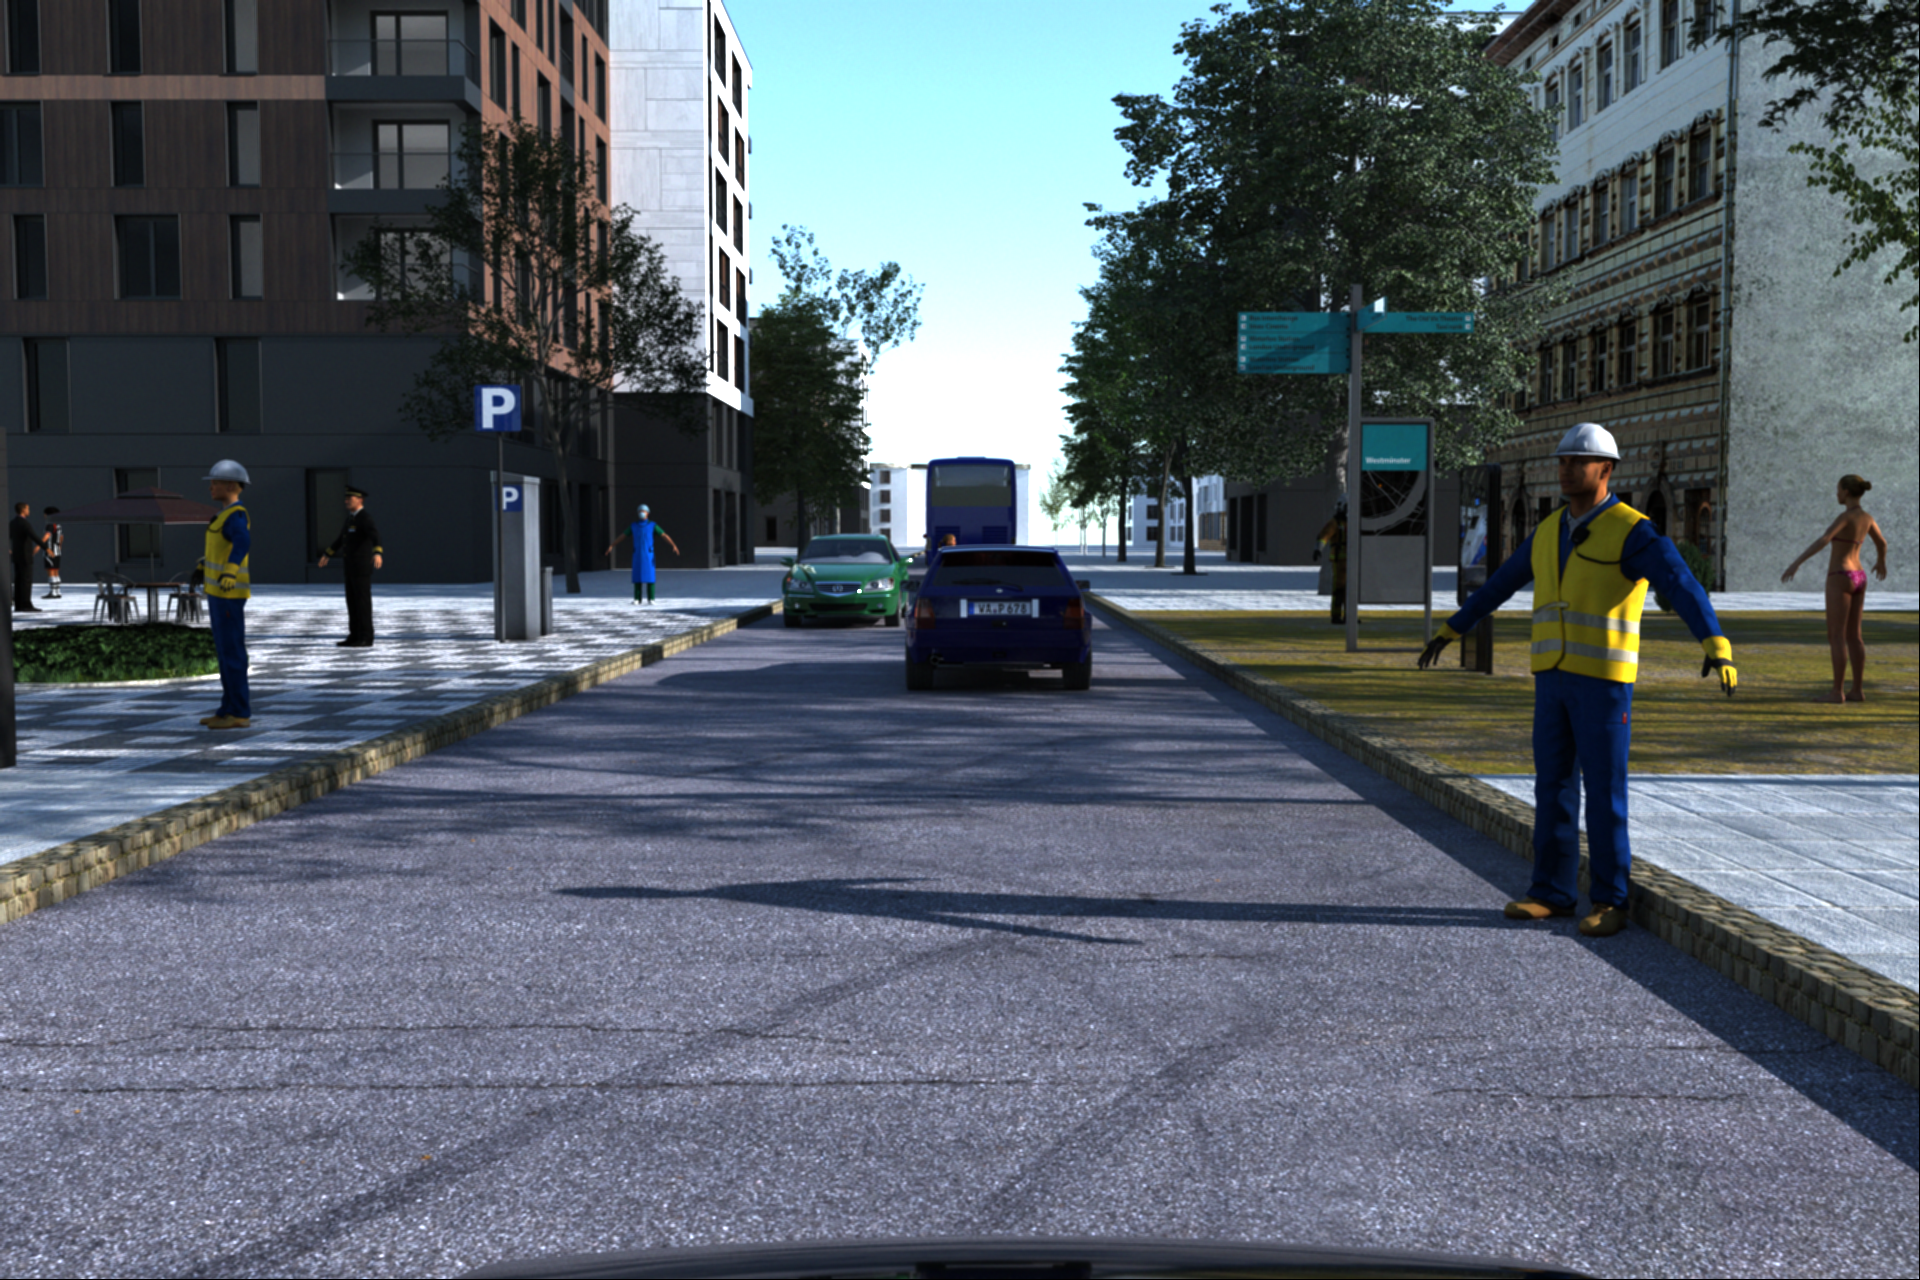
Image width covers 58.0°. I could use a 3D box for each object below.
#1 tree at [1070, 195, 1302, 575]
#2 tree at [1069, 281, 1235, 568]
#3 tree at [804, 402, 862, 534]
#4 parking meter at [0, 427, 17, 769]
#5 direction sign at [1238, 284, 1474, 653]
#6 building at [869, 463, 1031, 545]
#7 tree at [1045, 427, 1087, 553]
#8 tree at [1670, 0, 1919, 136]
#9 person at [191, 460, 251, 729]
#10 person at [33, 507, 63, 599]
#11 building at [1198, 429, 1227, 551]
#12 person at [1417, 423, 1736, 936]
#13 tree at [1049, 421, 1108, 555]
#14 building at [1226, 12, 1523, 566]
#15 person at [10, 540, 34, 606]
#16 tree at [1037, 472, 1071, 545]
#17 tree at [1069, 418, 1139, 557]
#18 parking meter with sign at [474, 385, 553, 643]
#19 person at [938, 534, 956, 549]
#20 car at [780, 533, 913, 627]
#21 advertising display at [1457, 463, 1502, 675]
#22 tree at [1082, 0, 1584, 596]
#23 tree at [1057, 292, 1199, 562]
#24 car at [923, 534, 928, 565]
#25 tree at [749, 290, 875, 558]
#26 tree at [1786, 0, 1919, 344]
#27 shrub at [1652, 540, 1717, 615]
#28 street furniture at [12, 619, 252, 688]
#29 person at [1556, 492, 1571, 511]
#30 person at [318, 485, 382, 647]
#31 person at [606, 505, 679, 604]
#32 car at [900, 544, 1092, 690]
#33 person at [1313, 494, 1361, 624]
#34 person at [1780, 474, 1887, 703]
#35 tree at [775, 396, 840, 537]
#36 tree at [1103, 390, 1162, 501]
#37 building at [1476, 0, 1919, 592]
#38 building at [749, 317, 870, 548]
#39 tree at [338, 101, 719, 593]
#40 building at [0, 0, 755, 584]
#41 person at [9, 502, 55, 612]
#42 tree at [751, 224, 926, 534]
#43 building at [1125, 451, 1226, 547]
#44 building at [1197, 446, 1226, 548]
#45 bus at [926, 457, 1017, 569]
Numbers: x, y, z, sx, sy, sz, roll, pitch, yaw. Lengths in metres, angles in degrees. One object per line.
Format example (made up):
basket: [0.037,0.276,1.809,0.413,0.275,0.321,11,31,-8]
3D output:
tree: [7.072,-7.861,54.279,9.928,11.665,9.643,0,3,0]
tree: [7.733,-8.545,65.469,9.928,11.665,9.643,0,3,0]
tree: [-7.535,-8.990,97.341,4.737,8.622,4.395,0,3,0]
parking meter: [-5.425,-0.229,9.449,0.399,1.863,0.255,0,4,1]
direction sign: [4.247,-1.794,18.095,2.525,3.948,1.411,0,4,-1]
building: [-5.716,-15.874,204.139,28.070,9.664,9.099,0,4,3]
tree: [8.099,-10.013,114.074,4.360,8.622,3.978,0,3,0]
tree: [6.722,-4.526,8.417,7.601,10.594,8.767,1,4,20]
person: [-4.940,-0.308,11.496,0.721,1.772,1.216,-2,4,-32]
person: [-18.065,-1.729,34.408,0.704,1.843,1.345,-1,4,-10]
building: [24.426,-17.282,138.983,16.016,20.090,11.380,0,4,0]
person: [2.256,0.128,6.328,0.705,1.833,1.349,-2,4,-33]
tree: [7.807,-9.540,106.343,4.360,8.622,3.978,0,3,0]
building: [26.656,-14.710,84.481,27.936,21.610,32.646,0,4,0]
person: [-17.070,-1.508,30.784,1.348,1.813,0.705,0,4,4]
tree: [10.960,-15.257,199.820,4.737,8.622,4.395,0,3,0]
tree: [7.903,-8.843,94.940,4.360,8.622,3.978,0,3,0]
parking meter with sign: [-5.390,-1.522,21.139,0.543,3.016,1.738,0,4,0]
person: [-0.086,-0.830,25.288,0.599,1.433,0.991,0,4,7]
car: [-1.805,-1.008,28.285,2.131,1.459,4.920,0,4,1]
advertising display: [4.841,-0.671,16.187,0.123,1.923,0.974,0,4,1]
tree: [7.732,-7.907,35.933,9.857,13.997,8.962,0,3,0]
tree: [7.898,-9.927,80.441,7.486,12.596,7.792,0,3,0]
car: [-0.599,-4.487,82.036,2.281,1.827,5.304,0,3,0]
tree: [-7.900,-9.983,81.355,7.486,12.596,7.792,0,3,0]
tree: [12.107,-4.282,20.375,4.737,8.622,4.395,0,3,0]
shrub: [11.426,-0.994,27.369,1.383,1.207,1.383,0,3,0]
street furniture: [-11.249,0.113,13.774,10.072,0.657,5.734,-1,4,-12]
person: [7.697,-0.992,21.992,0.705,1.856,1.354,3,4,37]
person: [-6.895,-0.845,19.744,1.347,1.837,0.705,3,5,43]
person: [-5.784,-1.559,31.623,1.347,1.817,0.704,0,4,3]
car: [0.356,-0.286,17.260,1.945,1.354,3.894,0,4,0]
person: [5.508,-1.160,24.730,1.354,1.858,0.705,-2,4,-32]
person: [6.722,-0.395,13.269,1.217,1.733,0.721,-2,4,-30]
tree: [-7.814,-8.682,92.312,4.737,8.622,4.395,0,3,0]
tree: [20.280,-21.420,206.113,12.611,20.169,13.585,0,3,0]
building: [26.032,-13.176,46.349,19.493,23.208,18.063,0,4,0]
building: [-24.402,-20.534,179.710,27.936,21.610,32.646,0,4,1]
tree: [-8.664,-6.307,37.529,7.601,10.594,8.767,3,4,36]
building: [-23.051,-13.224,60.194,27.936,21.610,32.646,0,3,0]
person: [-15.420,-1.366,28.551,1.346,1.802,0.704,2,4,31]
tree: [-9.256,-15.447,108.455,12.611,20.169,13.585,0,3,0]
building: [22.390,-14.542,179.914,9.099,9.664,28.070,0,4,0]
building: [27.146,-18.541,159.572,16.016,20.090,11.380,0,4,1]
bus: [0.359,-3.840,54.335,2.896,3.916,12.251,0,4,0]
